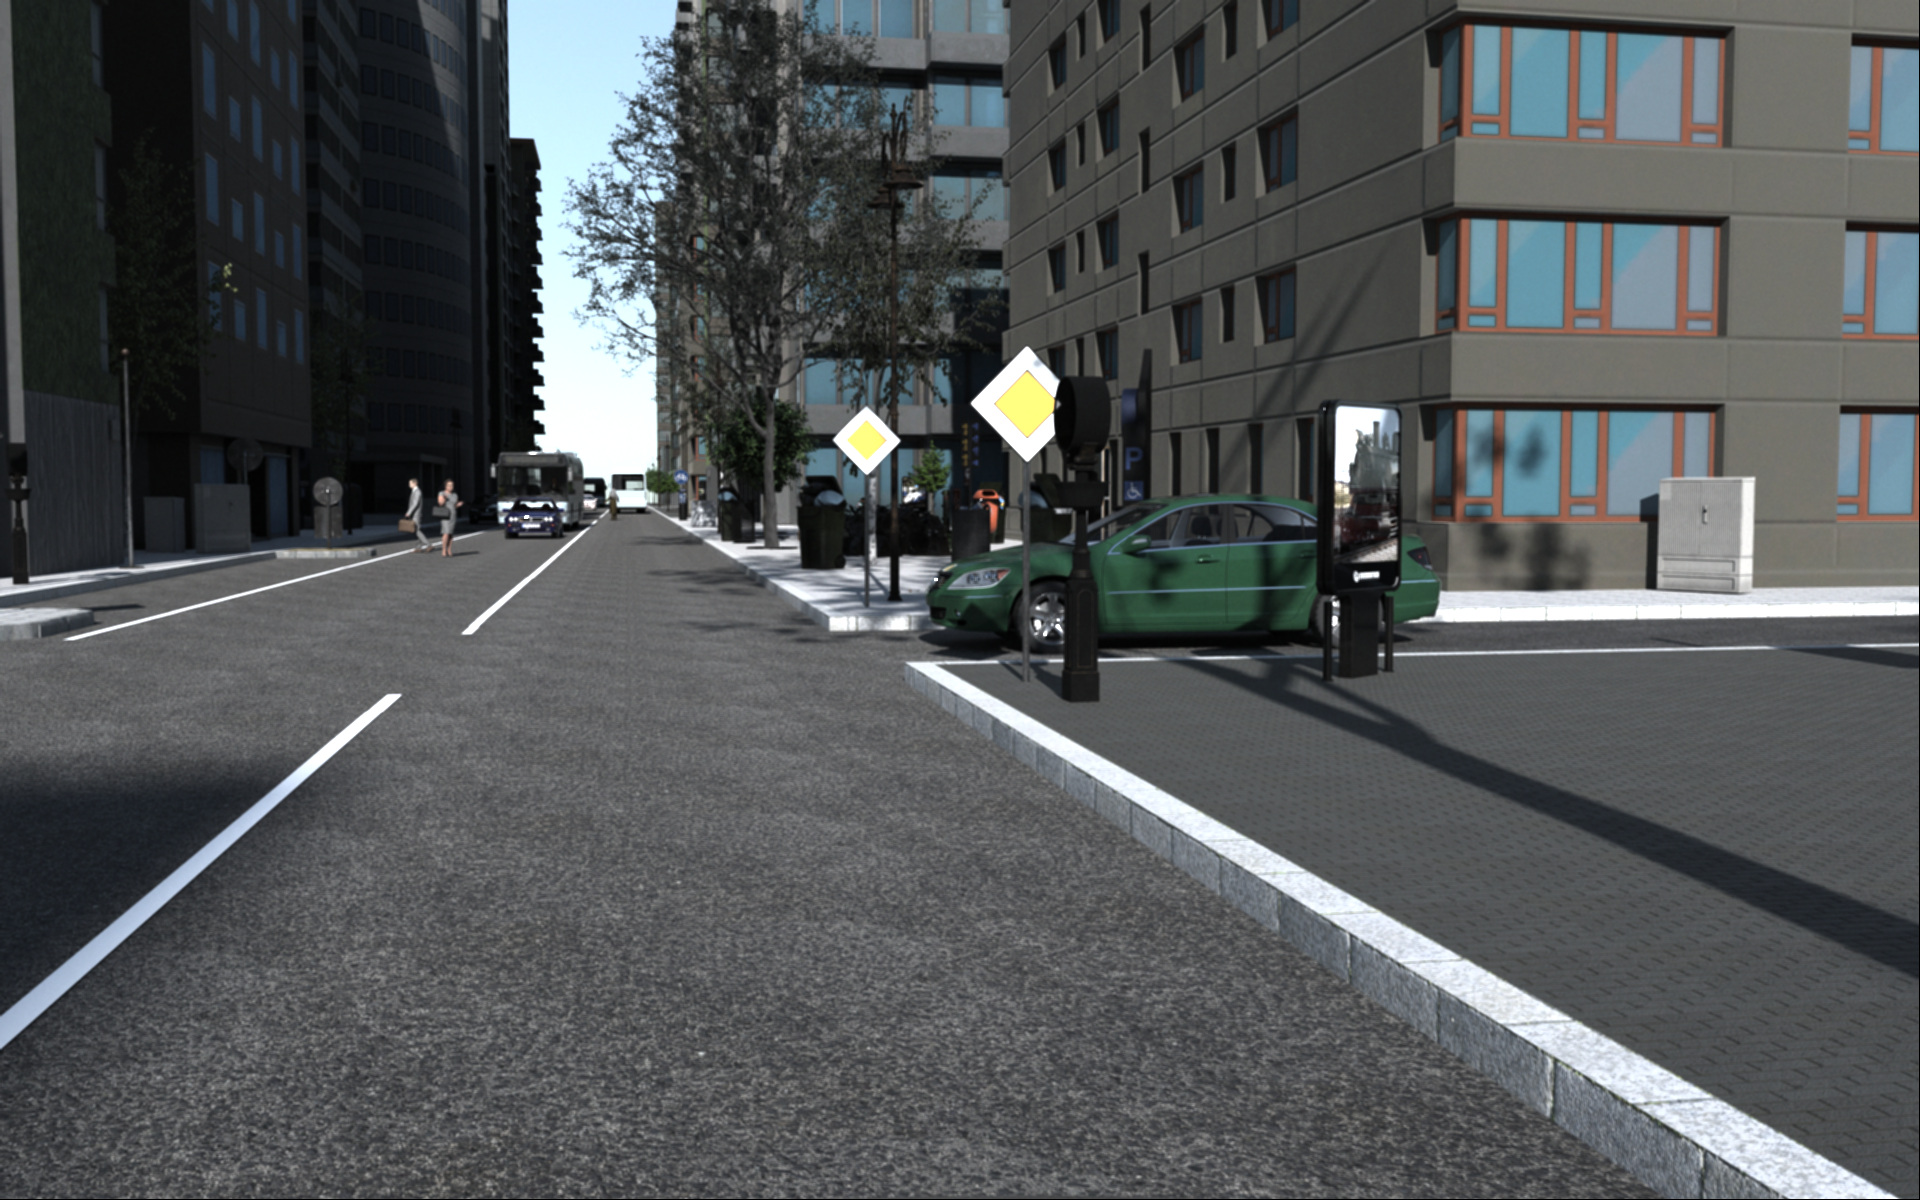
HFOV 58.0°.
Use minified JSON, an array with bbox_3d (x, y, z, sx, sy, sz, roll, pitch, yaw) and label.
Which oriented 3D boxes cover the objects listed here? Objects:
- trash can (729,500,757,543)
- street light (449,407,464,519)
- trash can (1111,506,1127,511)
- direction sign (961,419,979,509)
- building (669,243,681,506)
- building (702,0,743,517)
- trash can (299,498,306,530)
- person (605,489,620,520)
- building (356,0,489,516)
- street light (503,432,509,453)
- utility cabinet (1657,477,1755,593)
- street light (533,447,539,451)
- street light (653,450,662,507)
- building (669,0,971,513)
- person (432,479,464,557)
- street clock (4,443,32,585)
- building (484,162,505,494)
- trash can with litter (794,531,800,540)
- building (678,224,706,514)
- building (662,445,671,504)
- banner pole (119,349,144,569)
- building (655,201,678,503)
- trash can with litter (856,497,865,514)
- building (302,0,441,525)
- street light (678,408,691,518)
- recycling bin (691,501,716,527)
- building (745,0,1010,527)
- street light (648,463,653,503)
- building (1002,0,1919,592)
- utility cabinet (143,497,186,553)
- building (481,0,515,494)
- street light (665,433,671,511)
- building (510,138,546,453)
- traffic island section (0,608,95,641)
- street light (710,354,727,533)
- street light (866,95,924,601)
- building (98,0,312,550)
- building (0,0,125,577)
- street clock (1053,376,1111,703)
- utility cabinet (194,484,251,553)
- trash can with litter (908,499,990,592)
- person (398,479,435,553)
[{"bbox_3d":[-5.669,-2.057,45.283,0.748,1.137,0.748,0,3,0],"label":"trash can"},{"bbox_3d":[-26.858,-7.342,92.825,0.468,5.910,1.993,-1,4,-11],"label":"street light"},{"bbox_3d":[2.208,-0.574,21.036,0.748,1.137,0.748,0,3,0],"label":"trash can"},{"bbox_3d":[0.314,-3.724,52.882,0.379,3.537,0.876,-3,4,-37],"label":"direction sign"},{"bbox_3d":[-26.491,-26.242,200.752,14.160,30.474,14.107,-1,4,-11],"label":"building"},{"bbox_3d":[-8.222,-25.635,102.733,14.154,41.232,14.086,-1,4,-11],"label":"building"},{"bbox_3d":[-23.744,-3.069,61.833,0.748,1.137,0.748,0,3,0],"label":"trash can"},{"bbox_3d":[-19.090,-5.253,95.109,0.721,1.736,1.217,2,4,28],"label":"person"},{"bbox_3d":[-40.110,-34.251,102.007,21.231,58.520,28.212,-1,4,-11],"label":"building"},{"bbox_3d":[-33.885,-9.586,129.525,0.468,5.910,1.993,-1,4,-11],"label":"street light"},{"bbox_3d":[9.702,-0.850,22.572,0.318,1.500,1.173,-2,4,-34],"label":"utility cabinet"},{"bbox_3d":[-42.458,-12.337,174.498,0.468,5.910,1.993,-1,4,-11],"label":"street light"},{"bbox_3d":[-30.859,-12.510,177.327,0.468,5.910,1.993,-1,4,-11],"label":"street light"},{"bbox_3d":[-13.857,-32.673,153.810,23.786,49.044,30.456,-1,4,-11],"label":"building"},{"bbox_3d":[-11.656,-1.867,39.391,0.532,1.782,0.716,3,5,40],"label":"person"},{"bbox_3d":[-13.358,-1.224,24.577,0.358,2.002,0.471,-2,4,-33],"label":"street clock"},{"bbox_3d":[-45.807,-22.784,144.225,14.160,30.474,14.107,-1,4,-11],"label":"building"},{"bbox_3d":[-4.071,-2.239,47.987,1.055,1.170,0.624,0,4,-3],"label":"trash can with litter"},{"bbox_3d":[-6.014,-17.160,125.599,27.650,21.520,28.899,-1,4,-11],"label":"building"},{"bbox_3d":[-26.973,-55.609,221.871,22.319,86.520,31.000,-1,4,-11],"label":"building"},{"bbox_3d":[-14.441,-2.452,30.107,0.401,3.779,0.863,-1,4,-22],"label":"banner pole"},{"bbox_3d":[-35.784,-34.305,244.478,14.154,41.232,14.086,-1,4,-11],"label":"building"},{"bbox_3d":[-3.274,-3.189,63.534,0.624,1.170,1.055,2,4,35],"label":"trash can with litter"},{"bbox_3d":[-39.728,-23.418,74.761,32.217,40.220,23.993,-1,4,-11],"label":"building"},{"bbox_3d":[-15.306,-7.519,95.718,0.468,5.910,1.993,-1,4,-11],"label":"street light"},{"bbox_3d":[-9.983,-3.356,67.429,0.722,1.027,0.722,-3,4,-39],"label":"recycling bin"},{"bbox_3d":[0.744,-28.177,80.300,23.786,49.044,30.456,-1,4,-11],"label":"building"},{"bbox_3d":[-37.819,-14.721,213.472,0.468,5.910,1.993,-1,4,-11],"label":"street light"},{"bbox_3d":[17.998,-11.825,38.386,28.899,21.520,27.650,-1,4,-11],"label":"building"},{"bbox_3d":[-17.422,-1.639,37.953,1.020,1.237,0.306,2,4,30],"label":"utility cabinet"},{"bbox_3d":[-55.781,-45.485,181.926,20.563,71.187,20.611,-1,4,-11],"label":"building"},{"bbox_3d":[-22.292,-9.747,132.146,0.468,5.910,1.993,-1,4,-11],"label":"street light"},{"bbox_3d":[-61.360,-33.773,206.807,22.147,44.769,28.867,-1,4,-11],"label":"building"},{"bbox_3d":[-10.310,0.266,17.926,2.009,0.180,2.903,-1,4,-11],"label":"traffic island section"},{"bbox_3d":[-7.903,-5.136,56.768,0.468,5.910,1.993,-1,4,-11],"label":"street light"},{"bbox_3d":[-0.785,-2.928,20.653,0.468,5.910,1.993,-1,4,-11],"label":"street light"},{"bbox_3d":[-25.449,-24.092,44.013,14.600,45.320,14.200,-1,4,-11],"label":"building"},{"bbox_3d":[-20.936,-20.728,22.497,14.154,41.232,14.086,-1,4,-11],"label":"building"},{"bbox_3d":[0.749,-0.375,10.703,0.358,2.002,0.471,-1,4,-14],"label":"street clock"},{"bbox_3d":[-15.984,-1.768,37.580,0.318,1.500,1.173,2,4,30],"label":"utility cabinet"},{"bbox_3d":[0.514,-0.732,23.021,2.233,1.210,1.678,1,4,9],"label":"trash can with litter"},{"bbox_3d":[-13.297,-2.060,42.305,0.853,1.813,0.709,-1,4,-19],"label":"person"}]
